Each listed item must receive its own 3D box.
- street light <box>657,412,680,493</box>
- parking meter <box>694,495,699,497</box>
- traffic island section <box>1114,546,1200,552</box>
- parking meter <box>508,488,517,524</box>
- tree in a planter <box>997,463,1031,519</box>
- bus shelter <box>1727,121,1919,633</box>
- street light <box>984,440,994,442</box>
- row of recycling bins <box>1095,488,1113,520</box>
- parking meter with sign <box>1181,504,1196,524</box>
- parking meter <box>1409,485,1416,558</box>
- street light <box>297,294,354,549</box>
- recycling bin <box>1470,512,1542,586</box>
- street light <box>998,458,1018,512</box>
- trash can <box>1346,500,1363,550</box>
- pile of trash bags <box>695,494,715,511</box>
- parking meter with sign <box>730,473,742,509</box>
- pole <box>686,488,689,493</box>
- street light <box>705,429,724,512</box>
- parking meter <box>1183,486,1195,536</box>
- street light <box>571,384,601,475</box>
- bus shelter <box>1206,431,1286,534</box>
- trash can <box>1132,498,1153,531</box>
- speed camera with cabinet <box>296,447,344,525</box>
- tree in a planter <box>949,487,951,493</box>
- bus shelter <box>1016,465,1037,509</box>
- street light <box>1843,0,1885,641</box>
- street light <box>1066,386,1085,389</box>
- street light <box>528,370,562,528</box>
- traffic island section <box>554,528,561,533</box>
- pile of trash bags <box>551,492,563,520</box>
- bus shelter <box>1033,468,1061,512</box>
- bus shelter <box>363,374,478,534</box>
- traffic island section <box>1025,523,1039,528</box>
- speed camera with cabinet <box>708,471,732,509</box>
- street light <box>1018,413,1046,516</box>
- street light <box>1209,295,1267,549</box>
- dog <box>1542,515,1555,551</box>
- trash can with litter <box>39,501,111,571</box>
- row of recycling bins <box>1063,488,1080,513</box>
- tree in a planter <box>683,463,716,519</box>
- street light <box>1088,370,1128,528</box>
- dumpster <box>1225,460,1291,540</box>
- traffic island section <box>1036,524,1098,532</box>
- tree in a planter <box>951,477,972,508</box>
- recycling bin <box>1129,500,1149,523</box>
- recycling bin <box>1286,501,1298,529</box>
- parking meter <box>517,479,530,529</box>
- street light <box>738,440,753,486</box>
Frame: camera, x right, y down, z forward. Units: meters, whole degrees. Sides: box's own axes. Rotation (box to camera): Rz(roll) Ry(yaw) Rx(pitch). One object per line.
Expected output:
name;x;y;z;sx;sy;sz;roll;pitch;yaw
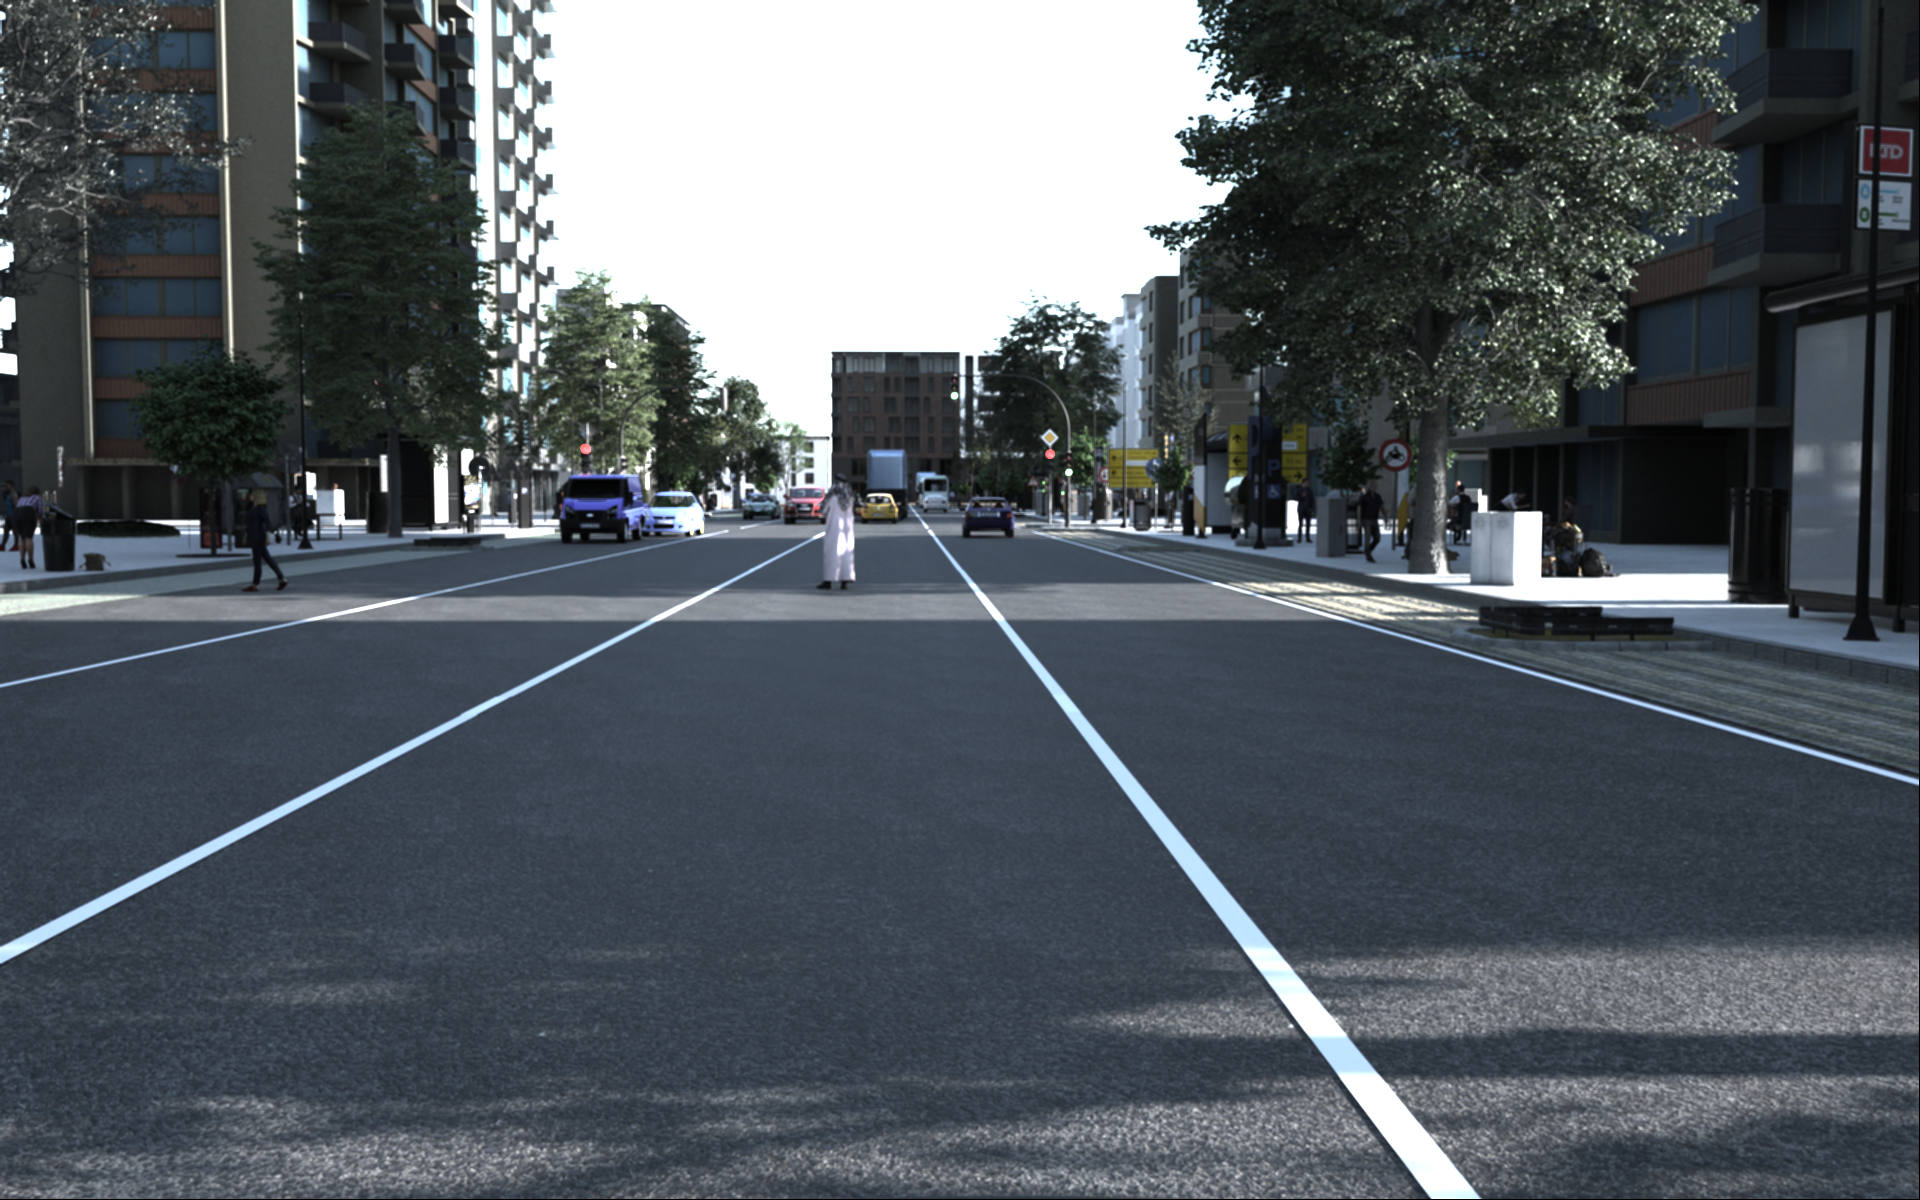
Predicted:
street light;-16.549;-7.680;98.110;1.470;5.913;1.316;0;4;-2
parking meter;-22.408;-8.665;147.379;0.399;1.863;0.255;-1;4;-20
traffic island section;4.901;-1.268;43.603;1.991;0.108;1.994;0;4;-2
parking meter;-19.487;-4.098;75.420;0.372;1.533;0.369;0;3;0
tree in a planter;2.996;-6.233;99.134;1.991;3.239;1.994;0;4;-2
bus shelter;9.446;-2.371;16.397;2.179;5.291;8.768;0;4;-2
street light;2.768;-10.812;149.315;1.470;5.913;1.316;0;4;-2
row of recycling bins;7.265;-4.933;87.767;1.069;1.692;3.534;0;4;6
parking meter with sign;10.407;-4.798;74.703;1.738;3.016;0.543;0;4;7
parking meter;8.567;-1.460;32.279;0.372;1.533;0.369;0;3;0
street light;-14.741;-4.142;40.268;1.470;5.913;1.316;0;4;-2
recycling bin;7.739;-0.734;24.559;0.722;1.027;0.722;-3;5;-39
street light;3.628;-9.303;124.637;1.470;5.913;1.316;0;4;-2
trash can;9.020;-1.742;40.132;0.748;1.137;0.748;0;3;0
pile of trash bags;-20.029;-7.699;135.623;1.912;1.369;3.447;0;4;-4
parking meter with sign;-18.721;-9.106;145.145;0.543;3.016;1.738;1;4;13
pole;-18.908;-7.737;120.340;0.158;3.312;0.155;0;3;0
street light;-17.425;-9.197;122.908;1.470;5.913;1.316;0;4;-2
parking meter;7.065;-2.755;53.463;0.372;1.533;0.369;0;3;0
street light;-15.880;-6.166;73.363;1.470;5.913;1.316;0;4;-2
bus shelter;8.759;-3.638;53.402;2.014;3.302;5.546;0;4;-2
trash can;6.367;-2.983;60.428;0.748;1.137;0.748;0;3;0
speed camera with cabinet;-27.100;-4.823;73.194;2.038;3.252;0.660;1;4;16
tree in a planter;-0.560;-12.578;202.869;1.991;3.239;1.994;0;4;-2
bus shelter;5.412;-9.335;143.915;1.731;3.624;6.357;0;4;-2
street light;7.399;-2.601;15.068;1.470;5.913;1.316;0;4;-2
street light;5.225;-6.234;74.471;1.470;5.913;1.316;0;4;-2
street light;-15.630;-5.663;65.138;1.470;5.913;1.316;0;4;-2
traffic island section;-14.121;-2.654;65.677;2.009;0.180;2.903;0;4;-2
pile of trash bags;-19.716;-4.745;87.339;1.912;1.369;3.447;0;4;-3
bus shelter;6.431;-8.063;125.756;2.014;3.302;5.546;0;4;-2
bus shelter;-18.907;-5.071;60.537;2.179;5.291;8.768;0;4;-2
traffic island section;3.857;-3.180;74.276;2.009;0.180;2.903;0;4;-2
speed camera with cabinet;-20.608;-9.439;148.657;2.038;3.252;0.660;-1;4;-13
street light;4.292;-7.793;99.952;1.470;5.913;1.316;0;4;-2
street light;6.462;-4.143;40.278;1.470;5.913;1.316;0;4;-2
dog;13.436;-1.509;39.053;0.800;0.831;0.513;0;4;-5
trash can with litter;-14.790;-1.074;28.950;1.055;1.170;0.624;-2;4;-24
row of recycling bins;7.466;-6.711;116.836;1.069;1.692;3.534;1;4;12
tree in a planter;-14.917;-6.181;98.282;1.991;3.239;1.994;0;4;-2
street light;5.636;-5.652;64.958;1.470;5.913;1.316;0;4;-2
dumpster;8.237;-2.777;47.899;1.502;2.255;1.985;0;4;-2
traffic island section;4.130;-2.692;66.295;2.009;0.180;2.903;0;4;-2
tree in a planter;0.359;-10.931;175.941;1.991;3.239;1.994;0;4;-2
recycling bin;7.915;-3.880;75.992;0.722;1.027;0.722;-2;4;-28
recycling bin;12.035;-3.122;63.599;0.722;1.027;0.722;-2;4;-35
parking meter;-16.109;-3.562;63.956;0.399;1.863;0.255;-2;4;-35
street light;-18.357;-10.706;147.584;1.470;5.913;1.316;0;4;-2
